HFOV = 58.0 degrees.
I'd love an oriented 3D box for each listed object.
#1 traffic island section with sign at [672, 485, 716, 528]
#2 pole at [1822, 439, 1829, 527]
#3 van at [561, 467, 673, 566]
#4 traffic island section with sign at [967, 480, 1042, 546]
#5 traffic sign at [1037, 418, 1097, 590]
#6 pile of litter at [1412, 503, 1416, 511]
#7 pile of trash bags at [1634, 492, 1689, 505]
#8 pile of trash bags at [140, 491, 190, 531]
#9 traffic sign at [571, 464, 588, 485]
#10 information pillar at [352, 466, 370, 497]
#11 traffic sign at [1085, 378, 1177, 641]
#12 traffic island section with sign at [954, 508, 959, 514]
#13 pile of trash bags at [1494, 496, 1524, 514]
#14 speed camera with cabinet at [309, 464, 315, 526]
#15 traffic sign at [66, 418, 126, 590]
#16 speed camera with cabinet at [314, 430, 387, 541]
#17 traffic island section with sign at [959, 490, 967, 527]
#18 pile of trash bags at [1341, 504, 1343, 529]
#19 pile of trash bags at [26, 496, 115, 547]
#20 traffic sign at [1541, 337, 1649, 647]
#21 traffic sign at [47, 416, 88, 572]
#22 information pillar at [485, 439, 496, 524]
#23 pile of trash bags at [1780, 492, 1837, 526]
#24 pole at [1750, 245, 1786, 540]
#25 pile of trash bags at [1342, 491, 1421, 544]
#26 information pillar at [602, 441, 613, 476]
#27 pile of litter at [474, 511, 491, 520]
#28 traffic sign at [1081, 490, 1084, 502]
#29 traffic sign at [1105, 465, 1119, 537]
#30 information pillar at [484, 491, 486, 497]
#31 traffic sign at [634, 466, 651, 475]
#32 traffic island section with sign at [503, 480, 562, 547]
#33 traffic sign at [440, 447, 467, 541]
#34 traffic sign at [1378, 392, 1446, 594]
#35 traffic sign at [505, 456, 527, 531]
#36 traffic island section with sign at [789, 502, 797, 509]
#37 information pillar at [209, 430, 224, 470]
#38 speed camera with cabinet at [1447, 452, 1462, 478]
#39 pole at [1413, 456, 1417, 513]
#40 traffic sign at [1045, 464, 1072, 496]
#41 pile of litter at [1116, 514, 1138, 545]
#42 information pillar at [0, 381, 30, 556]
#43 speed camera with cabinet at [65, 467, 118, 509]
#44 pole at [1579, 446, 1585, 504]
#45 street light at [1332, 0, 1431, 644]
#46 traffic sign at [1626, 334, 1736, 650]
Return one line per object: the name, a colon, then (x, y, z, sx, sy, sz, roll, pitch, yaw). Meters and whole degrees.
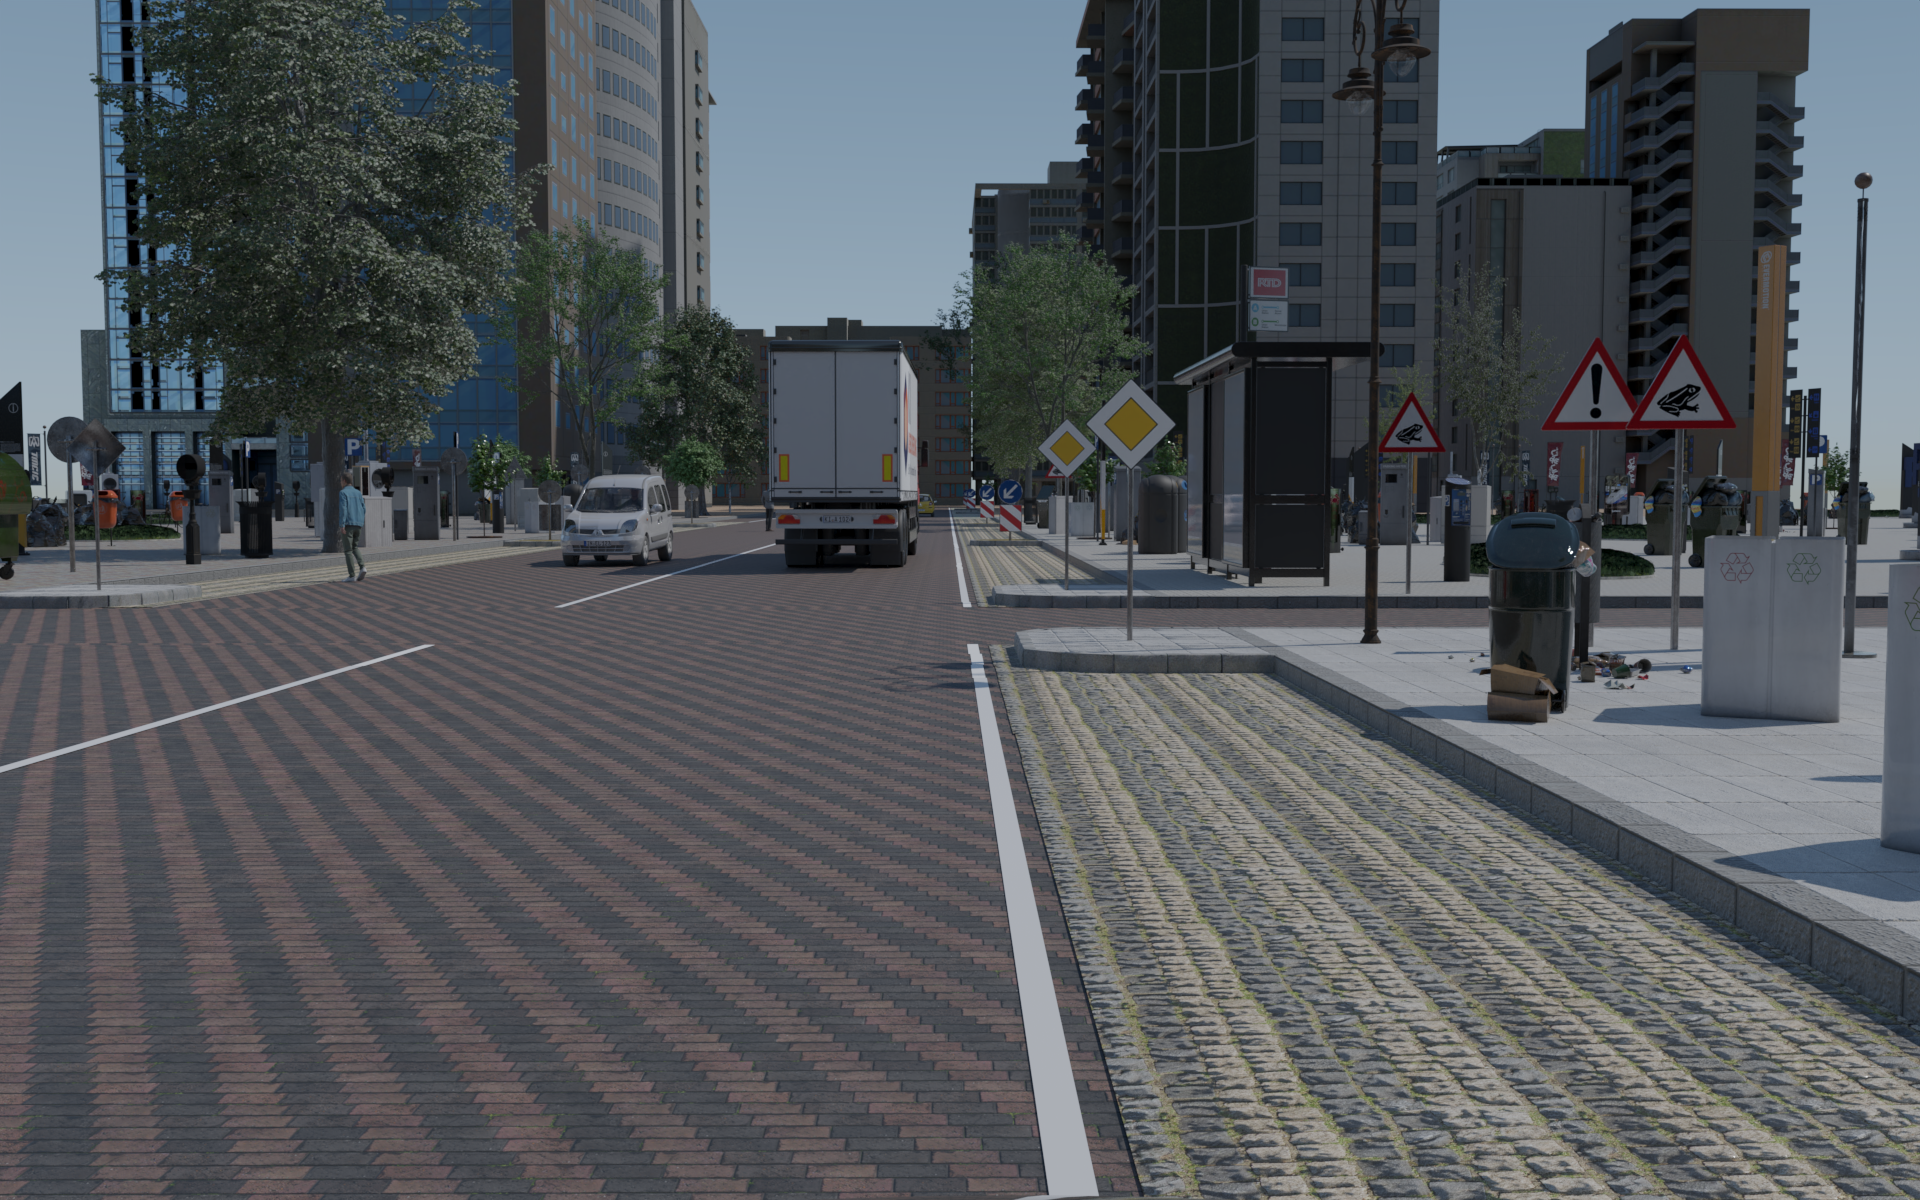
traffic island section with sign: (-11.561, -4.037, 74.640, 1.989, 1.847, 2.006, 0, 4, 0)
pole: (32.324, -4.335, 64.721, 0.158, 3.312, 0.155, 0, 3, 0)
van: (-7.059, -1.765, 35.863, 2.013, 2.044, 4.112, 0, 4, 1)
traffic island section with sign: (1.269, -2.422, 48.223, 1.989, 1.847, 2.006, 0, 4, 0)
traffic sign: (1.423, -1.190, 23.096, 0.795, 2.450, 0.064, 0, 4, 0)
pile of litter: (22.824, -4.514, 87.775, 1.719, 0.858, 1.176, 3, 4, 37)
pile of trash bags: (38.738, -5.214, 94.998, 3.447, 1.369, 1.912, 1, 4, 13)
pile of trash bags: (-25.686, -2.682, 53.596, 3.447, 1.369, 1.912, -3, 4, -36)
traffic sign: (-16.251, -4.517, 73.952, 0.768, 2.556, 0.104, 0, 4, 4)
information pillar: (-15.631, -2.491, 45.221, 0.304, 2.012, 0.304, 2, 4, 25)
traffic sign: (1.484, -0.701, 15.111, 0.795, 2.450, 0.064, 0, 4, 0)
traffic island section with sign: (0.682, -7.119, 125.021, 1.989, 1.847, 2.006, 0, 4, 0)
pile of trash bags: (28.298, -4.940, 90.514, 3.447, 1.369, 1.912, 3, 4, 37)
speed camera with cabinet: (-18.763, -3.468, 51.030, 0.660, 3.252, 2.038, -1, 4, -15)
traffic sign: (-11.471, -1.185, 23.019, 0.795, 2.450, 0.064, 0, 4, 0)
speed camera with cabinet: (-16.782, -3.279, 47.952, 0.660, 3.252, 2.038, 2, 4, 25)
traffic island section with sign: (1.058, -4.102, 75.688, 1.989, 1.847, 2.006, 0, 4, 0)
pile of trash bags: (12.482, -2.878, 56.809, 1.912, 1.369, 3.447, 2, 4, 28)
pile of trash bags: (-22.317, -1.997, 42.396, 3.447, 1.369, 1.912, 0, 4, -1)
traffic sign: (5.290, -0.885, 14.478, 0.884, 2.594, 0.081, 0, 4, 5)
traffic sign: (-14.580, -1.730, 28.389, 0.768, 2.556, 0.104, 0, 4, 1)
information pillar: (-20.008, -5.066, 74.187, 0.183, 3.616, 0.504, 0, 4, 6)
pile of trash bags: (34.631, -3.755, 71.145, 1.912, 1.369, 3.447, 3, 4, 36)
pole: (6.682, -1.254, 14.344, 0.158, 3.312, 0.155, 0, 3, 0)
pile of trash bags: (11.295, -2.230, 46.207, 1.912, 1.369, 3.447, 1, 4, 14)
information pillar: (-15.687, -5.238, 76.999, 0.504, 3.616, 0.183, -3, 5, -40)
pile of litter: (-23.090, -4.326, 84.699, 1.176, 0.858, 1.719, 2, 4, 30)
traffic sign: (3.870, -3.336, 54.645, 0.768, 2.556, 0.104, 0, 4, 3)
traffic sign: (4.427, -3.015, 51.419, 0.606, 2.300, 0.079, 0, 4, 6)
information pillar: (-21.944, -5.449, 80.443, 0.183, 3.616, 0.504, 2, 4, 27)
traffic sign: (-14.286, -4.758, 77.907, 0.768, 2.556, 0.104, 0, 4, 1)
traffic island section with sign: (-11.355, -2.389, 47.685, 1.989, 1.847, 2.006, 0, 4, 0)
traffic sign: (-13.822, -2.886, 47.286, 0.768, 2.556, 0.104, 1, 4, 9)
traffic sign: (5.759, -1.357, 22.187, 0.884, 2.594, 0.081, 0, 4, 1)
traffic sign: (-15.353, -3.652, 59.719, 0.884, 2.594, 0.081, 0, 4, 7)
traffic island section with sign: (-11.950, -7.108, 124.839, 1.989, 1.847, 2.006, 0, 4, 0)
information pillar: (-26.808, -4.352, 62.518, 0.504, 3.616, 0.183, 0, 4, 3)
speed camera with cabinet: (22.879, -5.262, 80.362, 0.660, 3.252, 2.038, 2, 4, 23)
pole: (24.090, -5.987, 91.727, 0.158, 3.312, 0.155, 0, 3, 0)
traffic sign: (3.249, -3.502, 57.265, 0.884, 2.594, 0.081, 0, 4, 5)
pile of litter: (4.785, -1.843, 44.095, 1.719, 0.858, 1.176, 0, 4, -3)
information pillar: (-19.736, -2.736, 36.092, 0.504, 3.616, 0.183, 0, 4, 1)
speed camera with cabinet: (-37.992, -4.982, 75.788, 2.038, 3.252, 0.660, -2, 4, -35)
pole: (26.457, -4.882, 73.671, 0.158, 3.312, 0.155, 0, 3, 0)
street light: (3.534, -2.565, 14.726, 0.468, 5.910, 1.993, 0, 4, 0)
traffic sign: (5.893, -0.869, 14.217, 0.884, 2.594, 0.081, 0, 4, 3)
